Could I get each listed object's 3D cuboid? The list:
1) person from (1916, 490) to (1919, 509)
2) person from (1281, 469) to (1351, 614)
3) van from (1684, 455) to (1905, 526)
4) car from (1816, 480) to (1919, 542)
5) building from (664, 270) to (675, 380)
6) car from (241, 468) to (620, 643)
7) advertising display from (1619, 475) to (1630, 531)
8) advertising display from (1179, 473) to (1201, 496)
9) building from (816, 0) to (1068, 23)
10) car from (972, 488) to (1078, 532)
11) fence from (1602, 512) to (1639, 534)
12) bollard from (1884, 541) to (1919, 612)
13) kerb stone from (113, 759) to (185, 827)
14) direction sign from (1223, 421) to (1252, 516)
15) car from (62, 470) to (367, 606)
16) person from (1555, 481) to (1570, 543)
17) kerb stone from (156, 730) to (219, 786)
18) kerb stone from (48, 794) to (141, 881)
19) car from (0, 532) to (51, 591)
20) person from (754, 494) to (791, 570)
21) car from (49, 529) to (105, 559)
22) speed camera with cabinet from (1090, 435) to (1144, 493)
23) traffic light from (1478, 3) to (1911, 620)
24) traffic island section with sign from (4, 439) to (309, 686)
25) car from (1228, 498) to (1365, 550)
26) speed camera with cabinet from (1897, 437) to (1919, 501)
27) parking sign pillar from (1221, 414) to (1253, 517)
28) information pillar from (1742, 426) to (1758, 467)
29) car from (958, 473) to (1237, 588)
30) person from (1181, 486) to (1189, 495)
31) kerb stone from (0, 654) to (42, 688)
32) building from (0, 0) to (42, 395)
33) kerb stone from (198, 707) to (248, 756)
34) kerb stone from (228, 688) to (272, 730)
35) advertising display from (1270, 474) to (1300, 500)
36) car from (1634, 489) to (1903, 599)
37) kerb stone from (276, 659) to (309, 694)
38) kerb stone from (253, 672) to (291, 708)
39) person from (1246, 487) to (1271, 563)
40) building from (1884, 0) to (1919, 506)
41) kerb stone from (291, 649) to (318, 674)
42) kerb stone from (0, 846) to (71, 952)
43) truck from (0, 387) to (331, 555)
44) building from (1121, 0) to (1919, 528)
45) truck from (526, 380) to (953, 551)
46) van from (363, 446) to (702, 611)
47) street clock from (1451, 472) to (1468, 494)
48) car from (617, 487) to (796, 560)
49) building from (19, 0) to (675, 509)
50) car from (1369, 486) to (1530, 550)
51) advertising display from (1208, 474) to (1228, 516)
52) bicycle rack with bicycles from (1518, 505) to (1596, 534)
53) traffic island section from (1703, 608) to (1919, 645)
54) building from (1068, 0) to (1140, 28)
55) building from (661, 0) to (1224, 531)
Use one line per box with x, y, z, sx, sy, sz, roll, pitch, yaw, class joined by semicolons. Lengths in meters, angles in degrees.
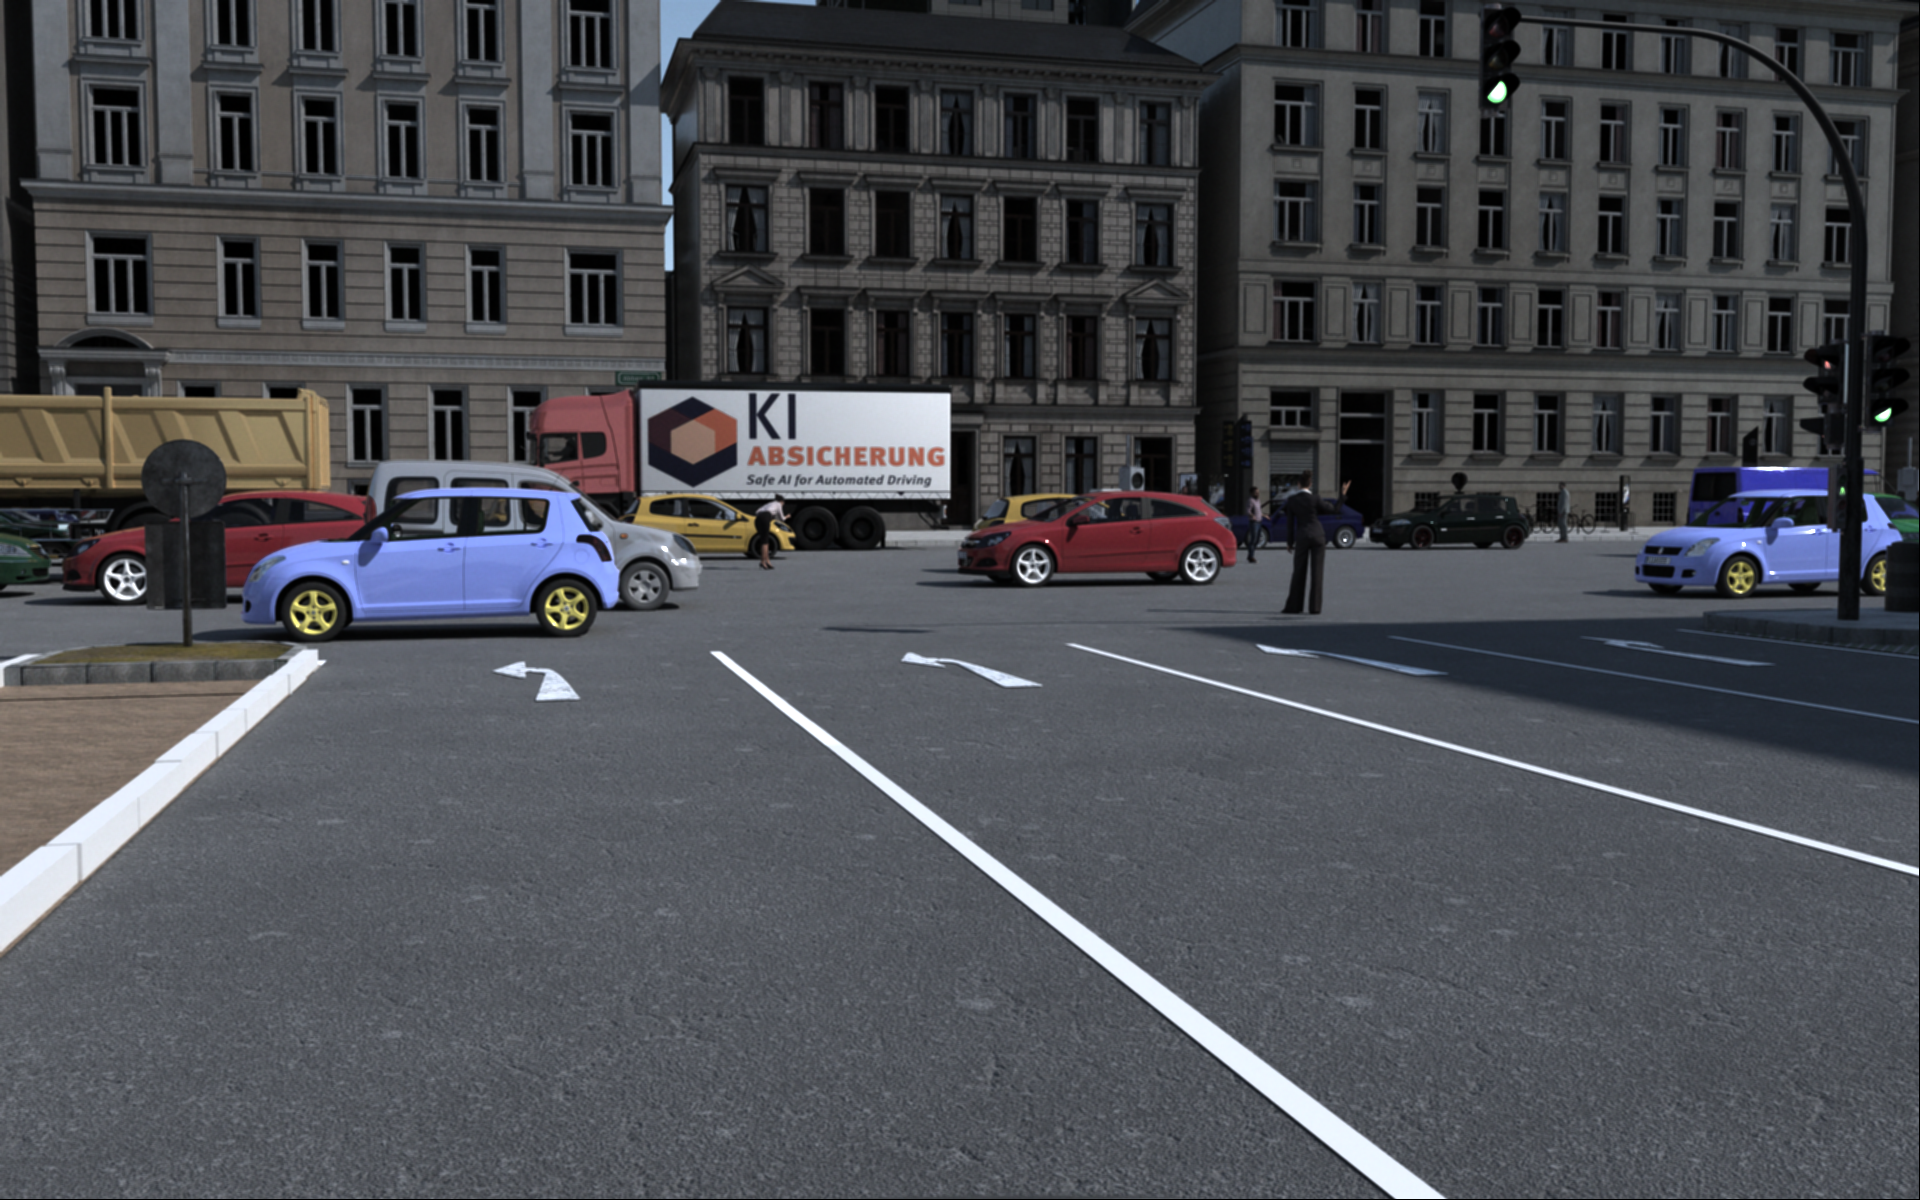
30.477;-2.695;54.838;0.388;1.546;0.482;1;4;12;person
4.270;-0.701;20.762;0.742;1.727;0.445;-1;4;-12;person
19.514;-2.171;39.882;5.245;2.365;2.240;-1;4;-14;van
17.378;-1.501;33.345;1.959;1.807;4.718;-1;4;-13;car
-33.471;-27.587;222.748;14.107;30.474;14.160;-1;4;-15;building
-5.363;-0.495;17.692;3.694;1.707;1.945;-1;4;-15;car
22.983;-3.346;59.914;0.123;1.923;0.974;2;4;34;advertising display
6.936;-2.881;52.314;0.123;1.923;0.974;-2;4;-28;advertising display
-3.211;-43.864;155.432;20.563;71.187;20.611;-1;4;-15;building
2.179;-1.341;32.143;3.980;1.641;2.015;-1;4;-13;car
21.805;-2.562;57.256;0.278;0.683;2.069;0;4;-6;fence
10.360;-0.260;18.967;0.404;0.777;0.398;0;3;0;bollard
-3.674;0.884;7.833;0.120;0.150;1.000;-1;4;-15;kerb stone
8.554;-3.764;53.537;0.876;3.537;0.379;1;4;15;direction sign
-9.624;-0.873;23.312;4.494;1.783;2.155;-1;4;-13;car
17.852;-2.608;51.248;0.391;1.810;0.635;1;4;12;person
-3.940;0.817;8.830;0.120;0.150;1.000;-1;4;-15;kerb stone
-3.413;0.939;6.839;0.120;0.150;1.000;-1;4;-15;kerb stone
-15.277;-0.739;23.886;4.920;1.459;2.131;-1;4;-15;car
-3.584;-1.305;33.033;0.628;1.438;0.799;0;4;2;person
-18.854;-1.499;34.734;3.980;1.641;2.015;-1;4;-16;car
5.177;-3.833;57.000;2.038;3.252;0.660;-3;5;-41;speed camera with cabinet
7.041;-2.585;16.932;4.771;5.953;1.251;-1;4;-15;traffic light
-6.362;-0.357;13.970;2.006;1.907;1.989;-1;4;-15;traffic island section with sign
8.555;-2.012;45.472;3.894;1.354;1.945;-1;4;-15;car
33.690;-4.020;60.058;2.038;3.252;0.660;2;4;35;speed camera with cabinet
9.429;-4.311;58.958;1.447;3.967;1.447;-2;4;-27;parking sign pillar
27.168;-4.172;59.571;0.504;3.616;0.183;2;4;35;information pillar
2.159;-1.133;27.568;4.494;1.783;2.155;-1;4;-15;car
5.660;-2.081;43.990;0.415;1.643;0.593;2;4;26;person
-7.282;0.540;13.372;0.120;0.150;1.000;-1;4;-15;kerb stone
-38.997;-12.602;55.187;18.267;20.994;9.793;-1;4;-15;building
-4.192;0.756;9.828;0.120;0.150;1.000;-1;4;-15;kerb stone
-4.449;0.696;10.822;0.120;0.150;1.000;-1;4;-15;kerb stone
10.363;-3.056;55.174;0.974;1.923;0.123;2;4;24;advertising display
11.492;-0.921;24.658;3.694;1.707;1.945;-1;4;-15;car
-4.958;0.575;12.812;0.120;0.150;1.000;-1;4;-15;kerb stone
-4.710;0.635;11.815;0.120;0.150;1.000;-1;4;-15;kerb stone
6.132;-1.560;35.972;0.435;1.587;0.963;2;4;26;person
47.028;-15.187;77.187;19.941;23.489;11.050;-1;4;-15;building
-5.234;0.514;13.805;0.120;0.150;1.000;-1;4;-15;kerb stone
-3.164;1.000;5.843;0.120;0.150;1.000;-1;4;-15;kerb stone
-15.463;-1.964;28.035;9.791;3.379;3.469;-1;4;-16;truck
22.095;-14.687;73.422;30.059;22.955;16.112;-1;4;-15;building
-5.937;-3.379;44.160;11.283;4.237;2.839;-1;4;-13;truck
-5.303;-0.892;21.591;4.112;2.044;2.013;-1;4;-14;van
16.746;-3.274;58.107;0.471;2.002;0.358;3;5;39;street clock
-5.626;-1.711;38.194;3.980;1.641;2.015;-1;4;-16;car
-20.838;-16.865;61.651;20.117;28.700;13.634;-1;4;-15;building
12.861;-2.180;45.427;4.222;1.686;2.009;-1;4;-13;car
8.150;-3.029;54.745;0.123;1.923;0.974;-2;4;-24;advertising display
18.942;-2.648;56.678;2.852;0.926;2.925;-1;4;-16;bicycle rack with bicycles
9.085;0.279;17.719;2.009;0.180;2.903;-1;4;-15;traffic island section
22.509;-51.894;161.146;31.000;86.520;22.319;-1;4;-15;building
-1.250;-12.248;64.888;19.286;19.102;10.561;-1;4;-15;building
